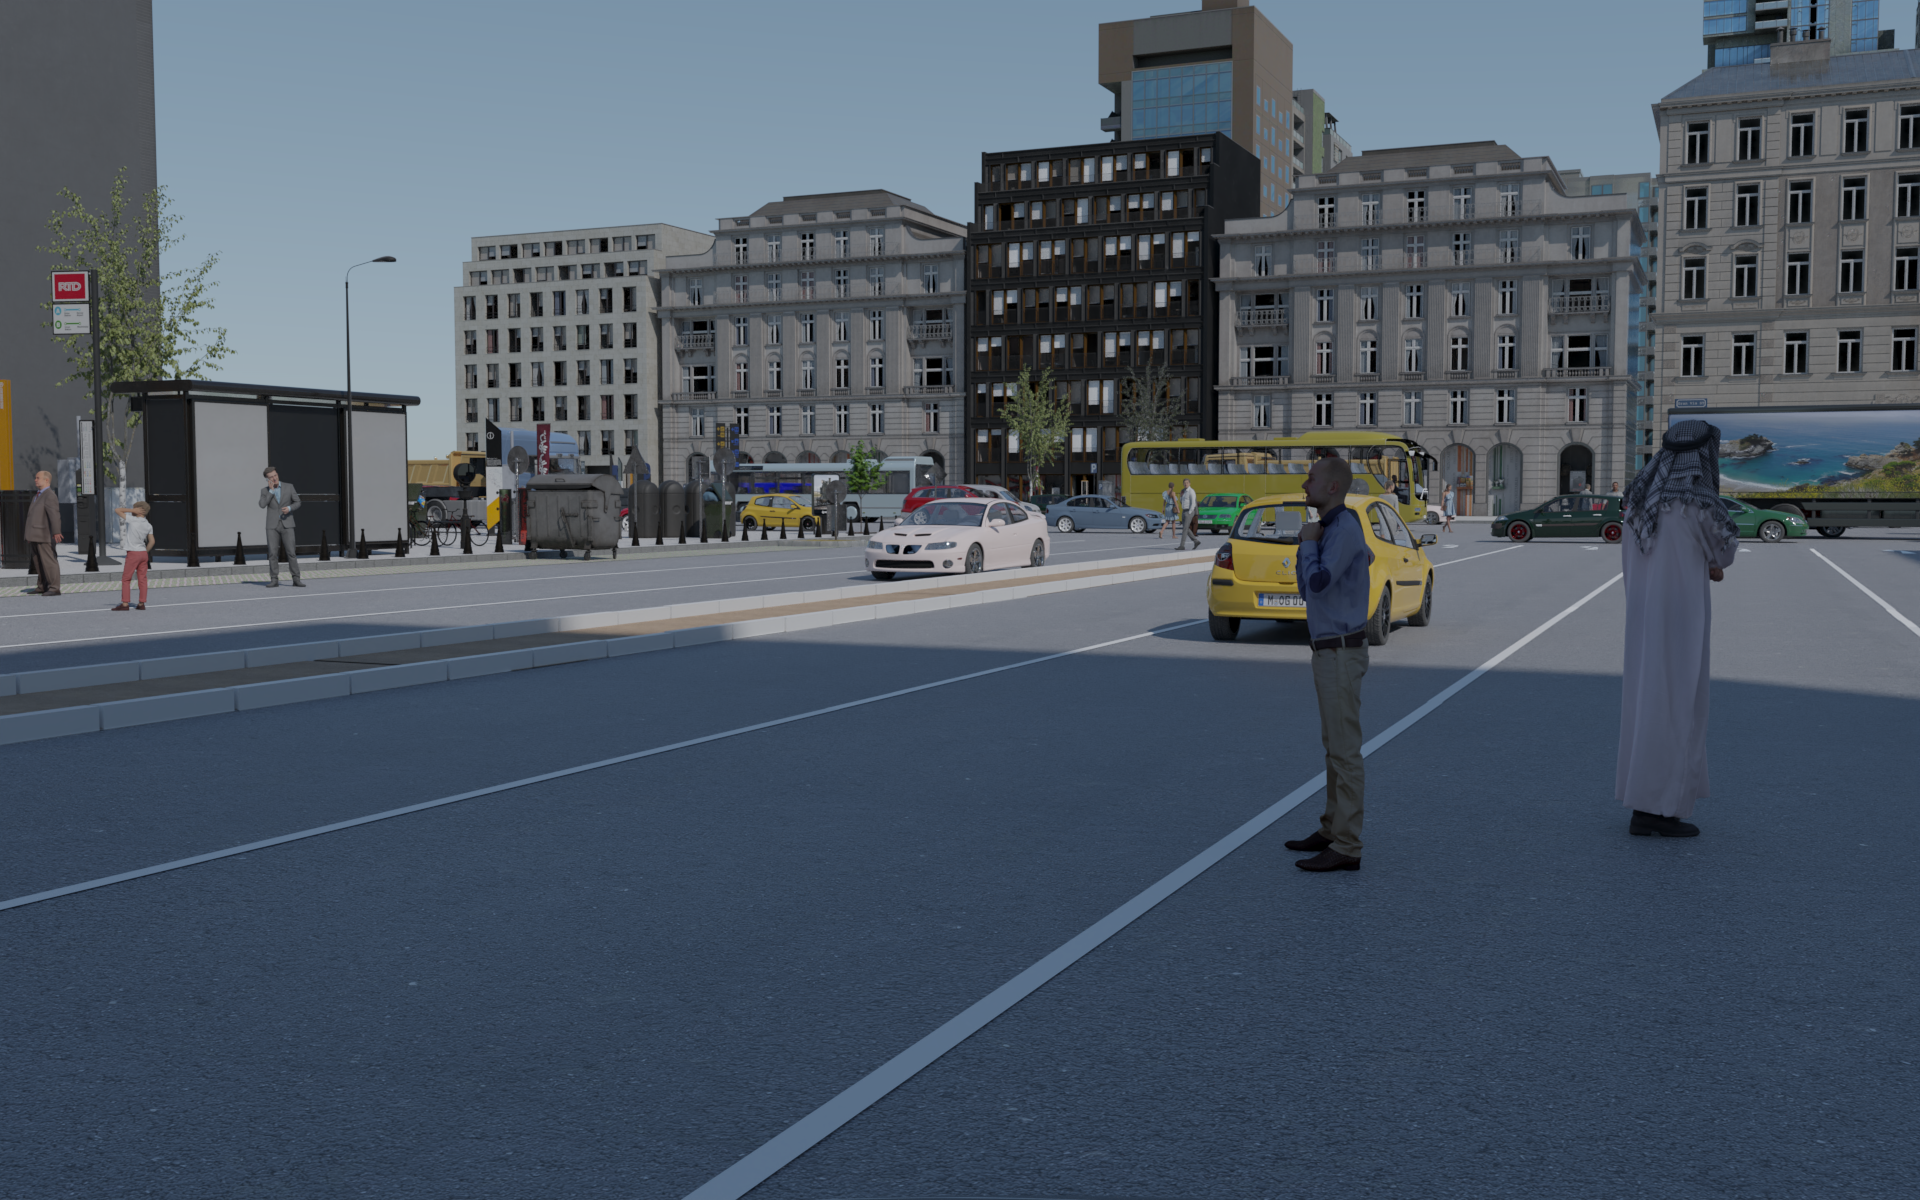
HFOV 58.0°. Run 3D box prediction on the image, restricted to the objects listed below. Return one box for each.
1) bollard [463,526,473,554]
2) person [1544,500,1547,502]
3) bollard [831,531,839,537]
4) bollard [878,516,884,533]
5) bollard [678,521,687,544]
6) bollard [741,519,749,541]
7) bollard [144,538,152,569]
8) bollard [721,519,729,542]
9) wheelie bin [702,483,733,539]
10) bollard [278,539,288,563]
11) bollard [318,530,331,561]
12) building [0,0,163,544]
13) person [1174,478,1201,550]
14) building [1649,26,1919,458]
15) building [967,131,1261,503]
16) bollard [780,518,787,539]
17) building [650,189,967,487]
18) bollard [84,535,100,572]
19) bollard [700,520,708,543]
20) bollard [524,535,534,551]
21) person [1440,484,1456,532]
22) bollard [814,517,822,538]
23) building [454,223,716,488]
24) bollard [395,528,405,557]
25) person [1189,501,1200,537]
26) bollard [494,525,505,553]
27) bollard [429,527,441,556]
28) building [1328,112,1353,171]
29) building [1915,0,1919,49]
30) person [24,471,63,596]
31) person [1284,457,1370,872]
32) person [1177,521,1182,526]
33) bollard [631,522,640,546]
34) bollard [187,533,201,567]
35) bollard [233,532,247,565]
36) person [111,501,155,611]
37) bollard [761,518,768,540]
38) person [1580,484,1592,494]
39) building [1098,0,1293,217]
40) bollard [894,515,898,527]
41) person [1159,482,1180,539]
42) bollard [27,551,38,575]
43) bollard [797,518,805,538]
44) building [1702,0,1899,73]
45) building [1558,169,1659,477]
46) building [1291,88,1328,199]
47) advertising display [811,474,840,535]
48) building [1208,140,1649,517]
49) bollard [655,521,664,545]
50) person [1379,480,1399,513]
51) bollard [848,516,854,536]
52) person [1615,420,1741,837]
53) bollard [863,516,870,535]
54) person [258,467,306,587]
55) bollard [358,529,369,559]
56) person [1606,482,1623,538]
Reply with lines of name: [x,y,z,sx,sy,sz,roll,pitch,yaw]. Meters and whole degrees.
bollard: [-10.523,-1.283,37.014,0.229,0.601,0.229,0,3,0]
person: [26.482,-3.945,78.492,0.738,1.151,1.012,-2,4,-34]
bollard: [-3.763,-2.201,52.034,0.229,0.601,0.229,0,3,0]
bollard: [-2.485,-2.375,54.876,0.229,0.601,0.229,0,3,0]
bollard: [-7.142,-1.742,44.527,0.229,0.601,0.229,0,3,0]
bollard: [-5.877,-1.914,47.336,0.229,0.601,0.229,0,3,0]
bollard: [-13.898,-0.824,29.509,0.229,0.601,0.229,0,3,0]
bollard: [-6.297,-1.857,46.399,0.229,0.601,0.229,0,3,0]
wheelie bin: [-7.012,-2.572,49.966,0.693,1.594,0.980,1,4,22]
bollard: [-12.637,-0.996,32.329,0.229,0.601,0.229,0,3,0]
bollard: [-12.210,-1.053,33.265,0.229,0.601,0.229,0,3,0]
building: [-35.177,-15.463,46.322,24.014,27.812,14.314,2,4,24]
person: [5.826,-2.190,44.415,0.850,1.850,0.679,-2,4,-25]
building: [51.434,-18.205,94.920,25.104,27.353,12.463,2,4,24]
building: [10.174,-17.326,112.962,15.834,23.373,12.332,2,4,24]
bollard: [-5.027,-2.029,49.221,0.229,0.601,0.229,0,3,0]
building: [-7.863,-17.108,121.512,24.055,21.916,13.314,2,4,24]
bollard: [-14.326,-0.766,28.572,0.229,0.601,0.229,0,3,0]
bollard: [-6.721,-1.800,45.463,0.229,0.601,0.229,0,3,0]
bollard: [-9.683,-1.397,38.888,0.229,0.601,0.229,0,3,0]
person: [18.116,-3.415,64.434,0.616,1.811,0.778,-1,4,-15]
bollard: [-4.182,-2.144,51.096,0.229,0.601,0.229,0,3,0]
building: [-27.322,-16.754,128.676,16.860,20.320,10.420,2,4,24]
bollard: [-11.367,-1.168,35.138,0.229,0.601,0.229,0,3,0]
person: [7.867,-2.906,58.283,0.388,1.546,0.482,0,4,-5]
bollard: [-10.100,-1.340,37.950,0.229,0.601,0.229,0,3,0]
bollard: [-10.945,-1.225,36.078,0.229,0.601,0.229,0,3,0]
building: [35.028,-30.958,189.760,14.086,41.232,14.154,2,4,24]
building: [139.830,-48.588,232.670,20.611,71.187,20.563,2,4,24]
person: [-12.950,-0.940,24.430,0.990,1.755,0.434,3,5,41]
person: [1.427,0.234,6.732,0.319,1.574,0.516,1,4,12]
person: [10.126,-4.262,78.604,0.534,1.772,0.576,0,4,-7]
bollard: [-7.991,-1.627,42.646,0.229,0.601,0.229,0,3,0]
bollard: [-13.482,-0.881,30.448,0.229,0.601,0.229,0,3,0]
bollard: [-13.060,-0.939,31.393,0.229,0.601,0.229,0,3,0]
person: [-10.208,-0.548,21.364,0.340,1.345,0.435,1,4,18]
bollard: [-5.453,-1.971,48.271,0.229,0.601,0.229,0,3,0]
person: [23.651,-3.477,65.463,0.853,1.813,0.709,-3,4,-36]
building: [21.963,-31.167,159.689,14.600,45.320,14.200,2,4,24]
bollard: [-2.061,-2.432,55.812,0.229,0.601,0.229,0,3,0]
person: [6.730,-2.860,55.361,0.778,1.811,0.616,-3,4,-37]
bollard: [-14.756,-0.708,27.620,0.229,0.601,0.229,0,3,0]
bollard: [-4.607,-2.087,50.158,0.229,0.601,0.229,0,3,0]
building: [116.891,-56.968,244.091,31.000,86.520,22.319,2,4,24]
building: [89.178,-39.084,258.631,30.456,49.044,23.786,2,4,24]
building: [27.633,-29.918,172.747,14.154,41.232,14.086,2,4,24]
advertising display: [-4.240,-3.028,54.722,0.974,1.923,0.123,-2,4,-34]
building: [28.602,-16.121,105.372,24.055,21.916,13.314,2,4,24]
bollard: [-7.566,-1.685,43.586,0.229,0.601,0.229,0,3,0]
person: [9.228,-1.709,37.193,0.466,1.731,0.760,0,4,-7]
bollard: [-3.335,-2.260,52.987,0.229,0.601,0.229,0,3,0]
person: [3.020,0.114,7.302,0.621,1.740,0.551,-3,4,-36]
bollard: [-2.914,-2.317,53.924,0.229,0.601,0.229,0,3,0]
person: [-10.411,-1.119,26.596,0.655,1.846,0.447,-1,4,-22]
bollard: [-11.790,-1.111,34.202,0.229,0.601,0.229,0,3,0]
person: [20.045,-2.722,53.151,0.875,1.805,0.789,1,4,20]
